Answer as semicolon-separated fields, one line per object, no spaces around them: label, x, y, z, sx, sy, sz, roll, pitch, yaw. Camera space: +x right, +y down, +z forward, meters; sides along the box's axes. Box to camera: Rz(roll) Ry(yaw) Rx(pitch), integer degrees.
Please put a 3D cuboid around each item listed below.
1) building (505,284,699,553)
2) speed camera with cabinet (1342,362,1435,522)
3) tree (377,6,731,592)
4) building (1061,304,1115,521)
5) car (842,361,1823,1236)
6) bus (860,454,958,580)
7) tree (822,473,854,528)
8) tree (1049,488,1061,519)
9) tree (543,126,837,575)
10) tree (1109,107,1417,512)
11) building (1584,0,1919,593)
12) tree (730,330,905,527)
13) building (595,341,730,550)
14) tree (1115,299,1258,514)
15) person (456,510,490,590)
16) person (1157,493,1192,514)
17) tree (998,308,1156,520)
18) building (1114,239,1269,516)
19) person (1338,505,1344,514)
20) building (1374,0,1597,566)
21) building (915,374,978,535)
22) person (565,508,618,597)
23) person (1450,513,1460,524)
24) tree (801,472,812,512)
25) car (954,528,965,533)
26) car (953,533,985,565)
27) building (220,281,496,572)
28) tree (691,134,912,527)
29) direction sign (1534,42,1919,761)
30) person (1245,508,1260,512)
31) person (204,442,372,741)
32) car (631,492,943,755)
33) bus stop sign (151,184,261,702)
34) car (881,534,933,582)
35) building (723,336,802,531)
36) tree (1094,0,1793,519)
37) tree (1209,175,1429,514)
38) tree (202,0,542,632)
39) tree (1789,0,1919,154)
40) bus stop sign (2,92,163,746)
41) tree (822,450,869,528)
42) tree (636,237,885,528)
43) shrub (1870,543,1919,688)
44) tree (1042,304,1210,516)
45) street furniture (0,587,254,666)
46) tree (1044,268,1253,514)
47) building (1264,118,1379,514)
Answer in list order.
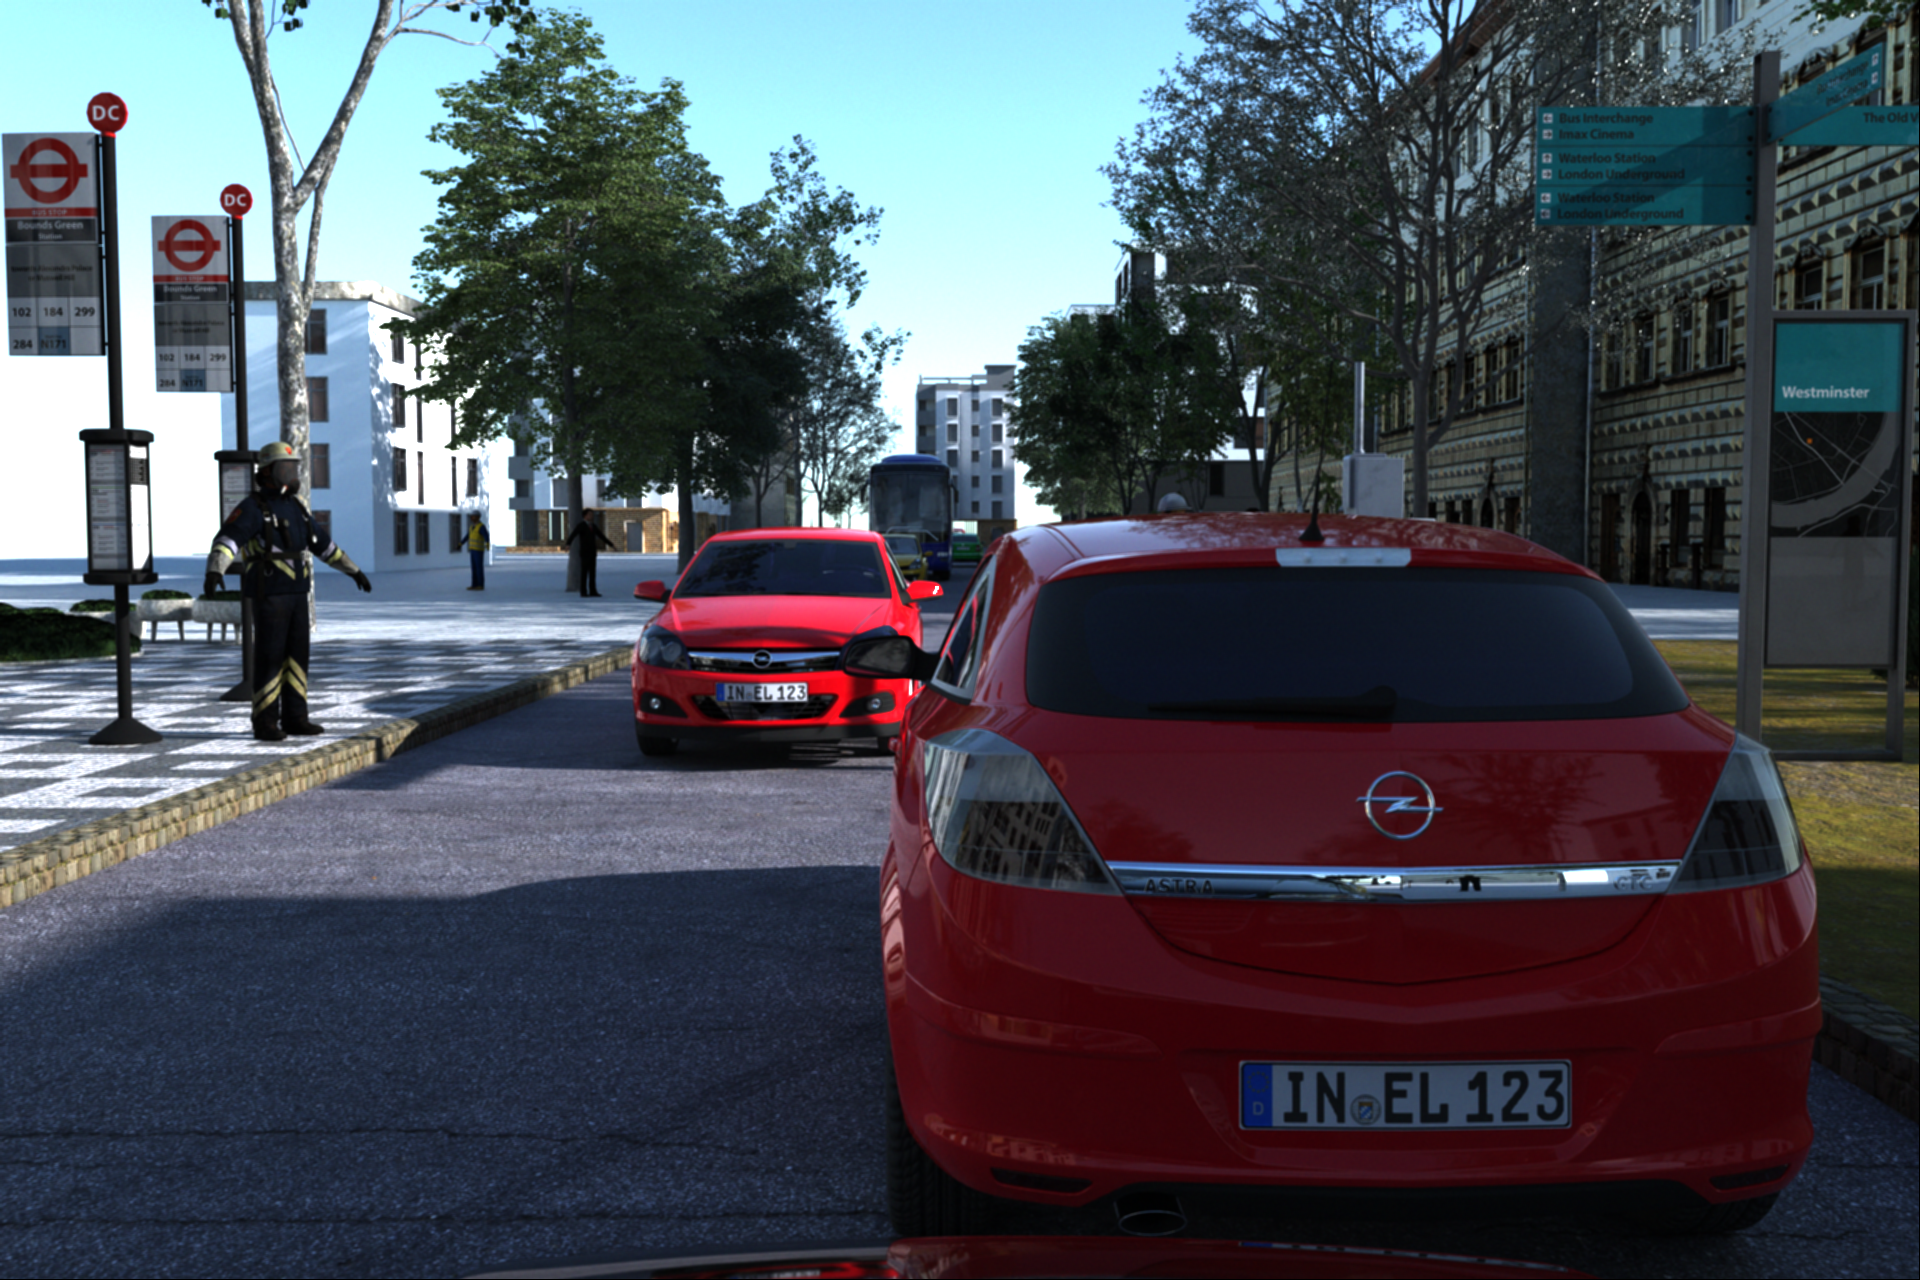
building;-25.216;-16.125;120.069;16.016;20.090;11.380;0;4;1
speed camera with cabinet;4.788;-1.529;19.333;0.660;3.252;2.038;0;4;0
tree;-8.852;-7.356;38.394;7.486;12.596;7.792;0;3;0
building;23.774;-19.977;170.597;27.936;21.610;32.646;0;3;0
car;0.710;0.245;5.032;2.155;1.783;4.494;0;4;-1
bus;-1.488;-3.991;56.807;2.896;3.916;12.251;0;3;0
tree;-14.030;-15.218;199.183;4.737;8.622;4.395;0;3;0
tree;12.496;-14.988;195.421;4.360;8.622;3.978;0;3;0
tree;-8.656;-9.042;54.495;9.857;13.997;8.962;0;3;0
tree;7.499;-7.166;42.924;9.928;11.665;9.643;0;3;0
building;26.064;-12.606;37.038;19.493;23.208;18.063;0;4;1
tree;-8.021;-11.609;100.173;12.009;13.543;11.850;0;3;0
building;-25.671;-17.524;142.936;16.016;20.090;11.380;0;4;0
tree;7.157;-6.255;52.629;4.737;8.622;4.395;0;3;0
person;-11.108;-2.064;39.719;1.349;1.833;0.705;3;5;44
person;1.873;-0.344;14.547;0.721;1.772;1.216;-1;4;-15
tree;6.931;-11.665;97.386;9.857;13.997;8.962;0;3;0
building;25.890;-17.894;136.535;27.936;21.610;32.646;0;4;0
person;7.379;-1.685;33.404;0.705;1.847;1.347;0;4;8
building;24.738;-13.728;55.378;19.493;23.208;18.063;0;4;1
building;-4.692;-20.687;197.112;11.380;20.090;16.016;0;4;-5
person;-7.571;-1.785;35.374;0.705;1.806;1.347;3;4;37
person;10.702;-1.866;37.228;0.721;1.740;1.216;-2;4;-34
tree;-18.122;-14.943;194.680;4.360;8.622;3.978;0;3;0
car;-0.498;-5.995;106.692;2.281;1.827;5.304;0;4;-1
car;0.146;-4.127;76.273;1.959;1.807;4.718;0;4;0
building;-23.847;-7.921;71.661;9.099;9.664;28.070;0;4;1
tree;-8.733;-14.009;84.936;12.611;20.169;13.585;0;3;0
direction sign;4.468;-1.248;9.168;2.525;3.948;1.411;0;4;1
person;6.024;-1.817;35.850;1.345;1.843;0.704;-3;5;-42
person;-4.255;-0.312;10.885;0.705;1.856;1.354;1;4;23
car;-1.197;-0.216;12.569;2.155;1.783;4.494;0;3;0
bus stop sign;-5.733;-1.505;13.304;0.855;3.939;0.416;0;4;-1
car;-1.670;-2.014;43.150;2.015;1.641;3.980;0;4;0
building;-25.576;-20.705;169.458;19.493;23.208;18.063;0;4;-1
tree;7.136;-7.085;26.204;12.009;13.543;11.850;0;3;0
tree;7.231;-5.202;35.416;4.737;8.622;4.395;0;3;0
tree;-7.334;-10.120;21.345;12.611;20.169;13.585;0;3;0
tree;11.175;-5.453;14.916;9.928;11.665;9.643;0;3;0
bus stop sign;-5.372;-1.338;10.583;0.855;3.939;0.416;0;4;1
tree;-12.038;-15.725;191.521;7.601;10.594;8.767;0;4;-8
tree;-8.135;-9.756;69.885;12.009;13.543;11.850;0;3;0
shrub;8.032;-0.207;14.499;1.383;1.207;1.383;0;3;0
tree;7.488;-9.302;77.840;9.928;11.665;9.643;0;3;0
street furniture;-12.845;-0.287;20.322;10.072;0.657;5.734;2;4;28
tree;6.647;-7.791;61.791;8.767;10.594;7.601;2;4;25
building;24.204;-14.957;75.482;19.493;23.208;18.063;0;3;0
